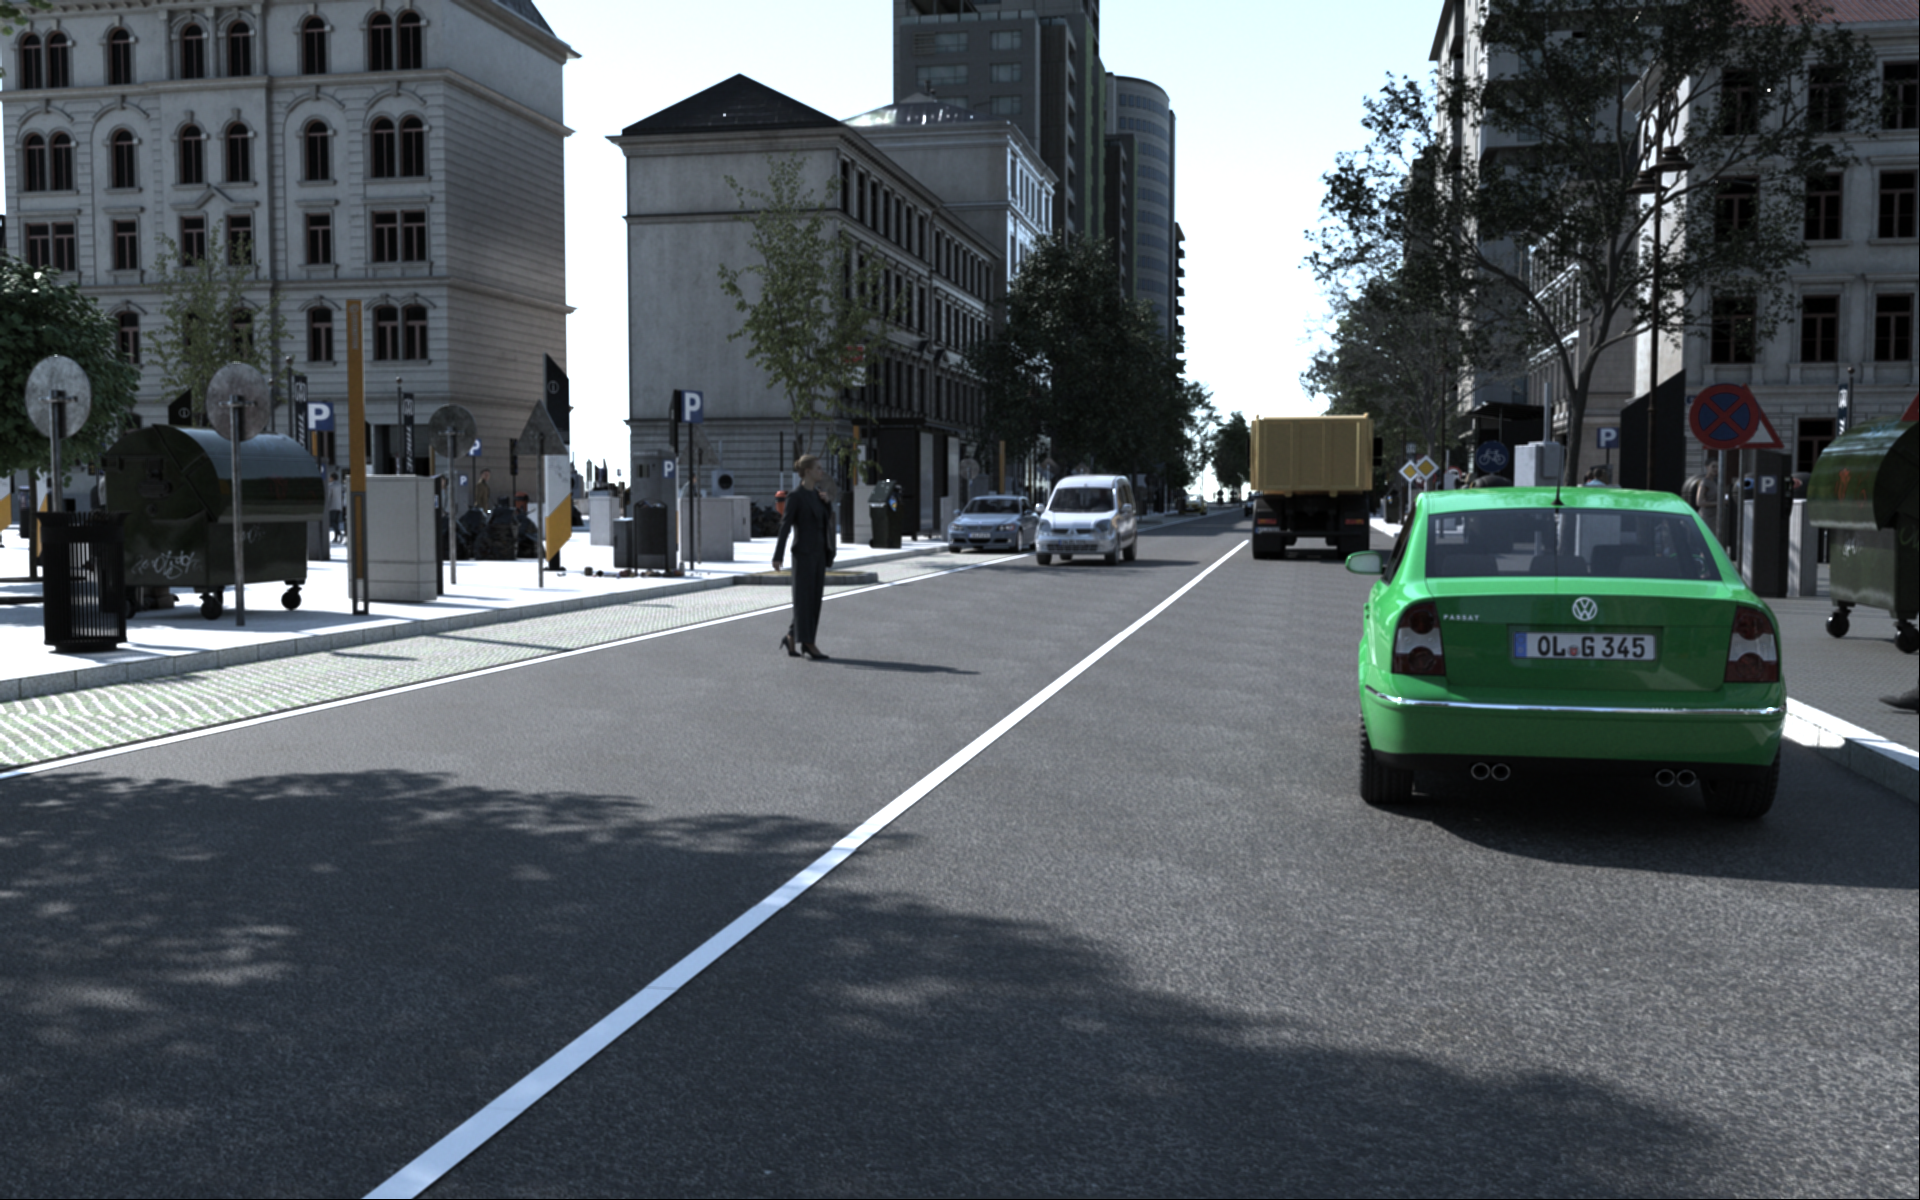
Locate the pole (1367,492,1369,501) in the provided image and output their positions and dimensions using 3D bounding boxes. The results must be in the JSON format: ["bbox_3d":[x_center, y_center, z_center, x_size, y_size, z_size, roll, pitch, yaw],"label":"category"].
[{"bbox_3d":[29.041,-7.914,123.241,0.158,3.312,0.155,0,3,0],"label":"pole"}]

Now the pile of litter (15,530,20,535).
[{"bbox_3d":[-28.631,-2.460,54.188,1.719,0.858,1.176,-2,4,-33],"label":"pile of litter"}]

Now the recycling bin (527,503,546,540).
[{"bbox_3d":[-11.613,-2.189,48.337,0.722,1.027,0.722,0,4,5],"label":"recycling bin"}]

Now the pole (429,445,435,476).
[{"bbox_3d":[-22.068,-4.809,72.469,0.158,3.312,0.155,0,3,0],"label":"pole"}]

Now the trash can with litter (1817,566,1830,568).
[{"bbox_3d":[15.438,-1.102,29.070,1.678,1.210,2.233,1,4,18],"label":"trash can with litter"}]

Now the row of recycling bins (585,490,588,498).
[{"bbox_3d":[-31.808,-8.306,142.920,3.534,1.692,1.069,-3,5,-39],"label":"row of recycling bins"}]

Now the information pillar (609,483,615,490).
[{"bbox_3d":[-22.216,-6.500,110.766,0.304,2.012,0.304,2,4,25],"label":"information pillar"}]

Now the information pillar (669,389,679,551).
[{"bbox_3d":[-6.433,-2.913,38.986,0.183,3.616,0.504,-2,4,-23],"label":"information pillar"}]

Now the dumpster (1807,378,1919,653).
[{"bbox_3d":[8.197,-0.739,14.581,1.502,2.255,1.985,1,4,11],"label":"dumpster"}]

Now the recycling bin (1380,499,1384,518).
[{"bbox_3d":[23.160,-4.961,93.661,0.722,1.027,0.722,0,4,3],"label":"recycling bin"}]

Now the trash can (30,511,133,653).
[{"bbox_3d":[-7.172,-0.155,14.182,0.748,1.137,0.748,0,3,0],"label":"trash can"}]

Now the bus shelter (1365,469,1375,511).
[{"bbox_3d":[29.575,-8.296,126.917,1.731,3.624,6.357,1,4,11],"label":"bus shelter"}]

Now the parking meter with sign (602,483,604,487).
[{"bbox_3d":[-23.836,-7.412,117.447,1.738,3.016,0.543,1,4,17],"label":"parking meter with sign"}]

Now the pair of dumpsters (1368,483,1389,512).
[{"bbox_3d":[29.279,-7.227,120.654,1.574,2.255,4.437,1,4,11],"label":"pair of dumpsters"}]

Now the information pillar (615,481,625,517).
[{"bbox_3d":[-19.338,-5.783,99.041,0.304,2.012,0.304,3,5,41],"label":"information pillar"}]

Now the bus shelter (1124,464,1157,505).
[{"bbox_3d":[12.221,-7.591,118.042,2.014,3.302,5.546,1,4,11],"label":"bus shelter"}]

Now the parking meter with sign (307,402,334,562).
[{"bbox_3d":[-12.436,-2.280,33.534,0.543,3.016,1.738,-1,4,-23],"label":"parking meter with sign"}]

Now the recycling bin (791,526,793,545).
[{"bbox_3d":[-3.594,-1.745,41.089,0.722,1.027,0.722,-1,4,-16],"label":"recycling bin"}]

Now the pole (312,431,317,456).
[{"bbox_3d":[-16.416,-3.079,44.190,0.158,3.312,0.155,0,3,0],"label":"pole"}]

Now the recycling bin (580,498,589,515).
[{"bbox_3d":[-22.409,-5.597,104.058,0.722,1.027,0.722,0,3,0],"label":"recycling bin"}]

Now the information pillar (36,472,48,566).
[{"bbox_3d":[-16.459,-2.420,30.924,0.183,3.616,0.504,0,4,-8],"label":"information pillar"}]

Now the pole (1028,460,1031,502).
[{"bbox_3d":[4.128,-6.637,102.356,0.158,3.312,0.155,0,3,0],"label":"pole"}]

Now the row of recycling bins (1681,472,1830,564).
[{"bbox_3d":[15.498,-1.581,32.959,3.534,1.692,1.069,3,5,45],"label":"row of recycling bins"}]

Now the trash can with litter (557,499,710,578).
[{"bbox_3d":[-5.163,-0.979,27.066,2.233,1.210,1.678,1,4,10],"label":"trash can with litter"}]

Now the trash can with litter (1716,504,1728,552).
[{"bbox_3d":[10.801,-0.883,25.488,2.233,1.210,1.678,-3,4,-36],"label":"trash can with litter"}]

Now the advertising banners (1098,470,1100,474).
[{"bbox_3d":[10.040,-7.998,126.948,0.090,3.025,2.074,0,4,-7],"label":"advertising banners"}]

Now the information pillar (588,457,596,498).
[{"bbox_3d":[-23.587,-7.286,110.485,0.183,3.616,0.504,-3,5,-42],"label":"information pillar"}]

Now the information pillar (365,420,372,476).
[{"bbox_3d":[-16.769,-3.504,48.645,0.504,3.616,0.183,0,4,-7],"label":"information pillar"}]

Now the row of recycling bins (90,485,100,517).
[{"bbox_3d":[-36.195,-4.148,74.933,3.534,1.692,1.069,1,4,23],"label":"row of recycling bins"}]

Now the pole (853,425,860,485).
[{"bbox_3d":[-2.928,-3.380,49.113,0.158,3.312,0.155,0,3,0],"label":"pole"}]

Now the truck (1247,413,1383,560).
[{"bbox_3d":[8.442,-2.785,41.458,3.469,3.379,9.791,1,4,12],"label":"truck"}]

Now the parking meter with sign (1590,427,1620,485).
[{"bbox_3d":[16.475,-2.954,44.560,0.543,3.016,1.738,2,4,32],"label":"parking meter with sign"}]

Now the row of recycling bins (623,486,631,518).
[{"bbox_3d":[-15.759,-4.971,88.391,3.534,1.692,1.069,2,4,32],"label":"row of recycling bins"}]

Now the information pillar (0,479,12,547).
[{"bbox_3d":[-23.111,-3.073,41.604,0.504,3.616,0.183,-2,4,-32],"label":"information pillar"}]

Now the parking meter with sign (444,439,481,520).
[{"bbox_3d":[-15.934,-3.584,54.856,1.738,3.016,0.543,2,4,34],"label":"parking meter with sign"}]

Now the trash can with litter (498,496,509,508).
[{"bbox_3d":[-19.759,-3.981,76.141,2.233,1.210,1.678,1,4,14],"label":"trash can with litter"}]

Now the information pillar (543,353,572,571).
[{"bbox_3d":[-6.737,-2.299,28.946,0.183,3.616,0.504,3,5,40],"label":"information pillar"}]

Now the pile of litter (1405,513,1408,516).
[{"bbox_3d":[26.253,-5.452,103.105,1.176,0.858,1.719,1,4,19],"label":"pile of litter"}]

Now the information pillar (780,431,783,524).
[{"bbox_3d":[-6.666,-4.487,64.723,0.183,3.616,0.504,0,4,-7],"label":"information pillar"}]

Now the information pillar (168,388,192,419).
[{"bbox_3d":[-17.130,-2.862,38.156,0.504,3.616,0.183,-1,4,-17],"label":"information pillar"}]

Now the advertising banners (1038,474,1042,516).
[{"bbox_3d":[4.718,-6.499,102.453,0.090,3.025,2.074,0,4,-1],"label":"advertising banners"}]

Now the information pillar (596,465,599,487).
[{"bbox_3d":[-27.915,-8.679,133.263,0.183,3.616,0.504,3,5,45],"label":"information pillar"}]

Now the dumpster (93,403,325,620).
[{"bbox_3d":[-7.956,-0.974,18.419,1.502,2.255,1.985,1,4,11],"label":"dumpster"}]

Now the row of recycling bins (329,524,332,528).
[{"bbox_3d":[-25.360,-3.692,67.472,1.069,1.692,3.534,-3,5,-43],"label":"row of recycling bins"}]

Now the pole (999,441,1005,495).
[{"bbox_3d":[1.612,-4.425,66.196,0.158,3.312,0.155,0,3,0],"label":"pole"}]

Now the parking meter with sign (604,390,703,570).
[{"bbox_3d":[-5.234,-2.045,29.698,1.738,3.016,0.543,2,4,33],"label":"parking meter with sign"}]

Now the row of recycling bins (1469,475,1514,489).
[{"bbox_3d":[11.919,-1.940,38.838,1.069,1.692,3.534,1,4,16],"label":"row of recycling bins"}]

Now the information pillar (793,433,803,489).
[{"bbox_3d":[-6.199,-4.588,66.369,0.183,3.616,0.504,3,4,38],"label":"information pillar"}]

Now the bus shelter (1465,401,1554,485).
[{"bbox_3d":[14.709,-3.381,46.561,1.731,3.624,6.357,1,4,11],"label":"bus shelter"}]

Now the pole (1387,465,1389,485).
[{"bbox_3d":[30.483,-7.921,123.357,0.158,3.312,0.155,0,3,0],"label":"pole"}]

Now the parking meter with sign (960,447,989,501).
[{"bbox_3d":[0.720,-4.183,64.645,1.738,3.016,0.543,-1,4,-21],"label":"parking meter with sign"}]

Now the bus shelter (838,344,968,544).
[{"bbox_3d":[-1.681,-4.354,48.821,2.179,5.291,8.768,1,4,11],"label":"bus shelter"}]

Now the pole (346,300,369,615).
[{"bbox_3d":[-6.374,-1.498,18.331,0.158,3.312,0.155,0,3,0],"label":"pole"}]

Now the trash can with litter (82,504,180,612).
[{"bbox_3d":[-9.153,-0.471,19.095,0.624,1.170,1.055,1,4,9],"label":"trash can with litter"}]
